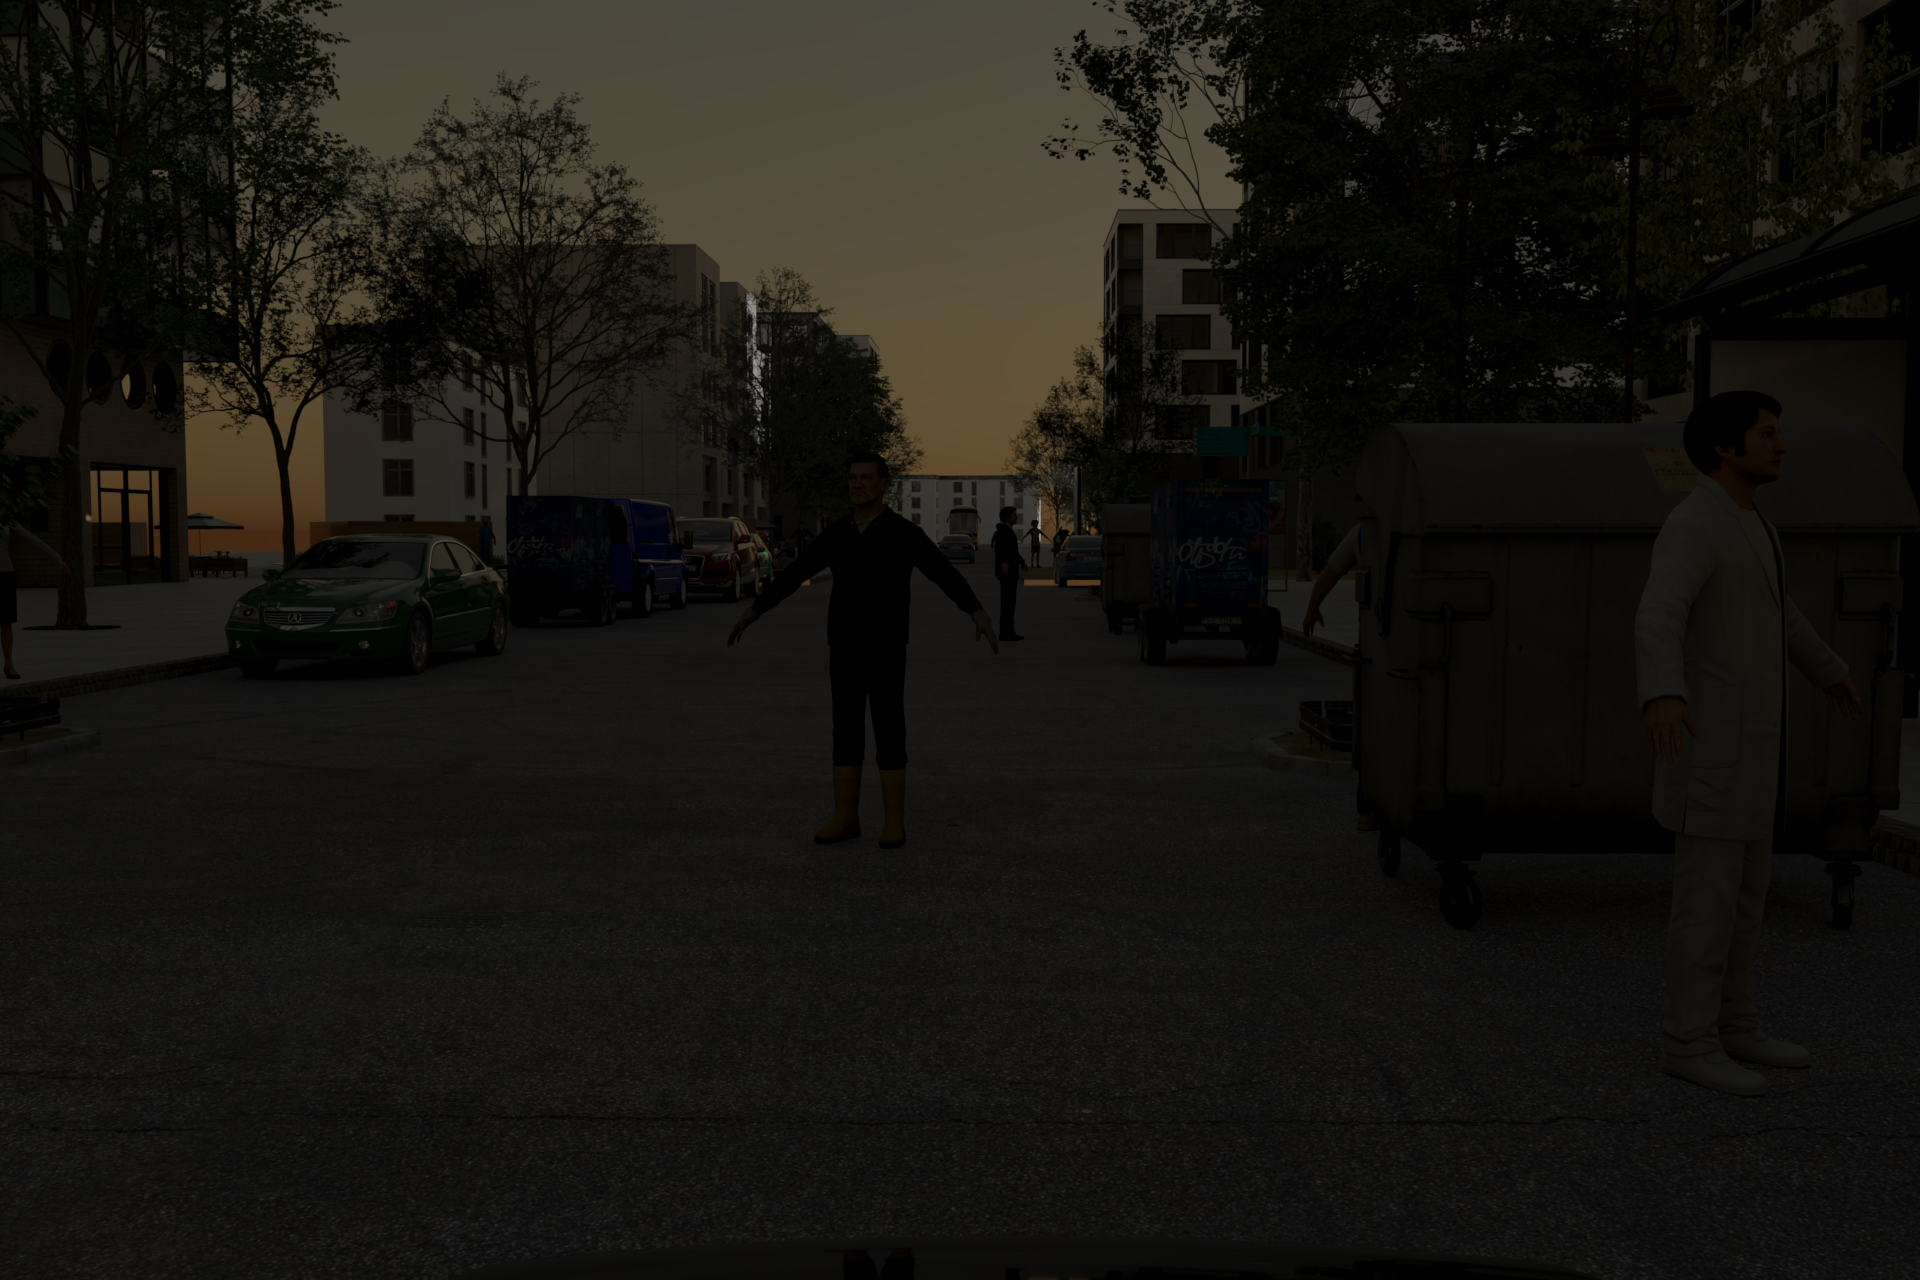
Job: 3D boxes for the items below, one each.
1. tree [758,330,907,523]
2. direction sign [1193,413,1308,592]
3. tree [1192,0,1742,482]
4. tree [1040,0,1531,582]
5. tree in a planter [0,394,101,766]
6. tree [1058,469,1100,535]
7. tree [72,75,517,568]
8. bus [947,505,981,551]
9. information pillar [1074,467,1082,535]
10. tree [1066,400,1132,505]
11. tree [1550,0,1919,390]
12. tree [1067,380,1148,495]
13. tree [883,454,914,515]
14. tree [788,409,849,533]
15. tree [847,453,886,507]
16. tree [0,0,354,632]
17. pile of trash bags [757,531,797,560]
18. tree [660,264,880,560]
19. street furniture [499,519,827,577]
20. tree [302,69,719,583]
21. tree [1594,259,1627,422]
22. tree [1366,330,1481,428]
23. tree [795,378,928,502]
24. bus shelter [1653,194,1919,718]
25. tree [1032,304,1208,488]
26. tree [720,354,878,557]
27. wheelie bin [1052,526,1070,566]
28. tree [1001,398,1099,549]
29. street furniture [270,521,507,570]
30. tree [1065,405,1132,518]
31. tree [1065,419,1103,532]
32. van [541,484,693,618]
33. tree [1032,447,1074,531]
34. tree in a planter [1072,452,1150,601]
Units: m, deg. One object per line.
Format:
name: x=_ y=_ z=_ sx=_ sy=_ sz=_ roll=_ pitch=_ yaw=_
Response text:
tree: x=-8.091 y=-12.426 z=109.822 sx=9.857 sy=13.997 sz=8.962 roll=0 pitch=3 yaw=0
direction sign: x=6.407 y=-2.999 z=37.804 sx=2.525 sy=3.948 sz=1.411 roll=0 pitch=4 yaw=1
tree: x=8.695 y=-7.575 z=30.509 sx=9.857 sy=13.997 sz=8.962 roll=0 pitch=3 yaw=0
tree: x=8.392 y=-11.560 z=44.901 sx=12.611 sy=20.169 sz=13.585 roll=0 pitch=3 yaw=0
tree in a planter: x=-6.823 y=-0.853 z=11.172 sx=1.991 sy=3.239 sz=1.994 roll=0 pitch=4 yaw=1
tree: x=17.965 y=-20.700 z=245.102 sx=9.857 sy=13.997 sz=8.962 roll=0 pitch=3 yaw=0
tree: x=-12.699 y=-6.018 z=32.810 sx=8.767 sy=10.594 sz=7.601 roll=-1 pitch=4 yaw=-15
bus: x=0.412 y=-9.854 z=152.659 sx=2.896 sy=3.916 sz=12.252 roll=0 pitch=4 yaw=1
information pillar: x=4.151 y=-4.264 z=61.035 sx=0.184 sy=3.620 sz=1.656 roll=0 pitch=3 yaw=0
tree: x=7.732 y=-8.723 z=92.978 sx=4.737 sy=8.622 sz=4.395 roll=0 pitch=3 yaw=0
tree: x=8.702 y=-4.214 z=19.263 sx=4.737 sy=8.622 sz=4.395 roll=0 pitch=3 yaw=0
tree: x=7.359 y=-8.037 z=81.759 sx=4.360 sy=8.622 sz=3.978 roll=0 pitch=3 yaw=0
tree: x=-6.835 y=-12.448 z=153.886 sx=4.360 sy=8.622 sz=3.978 roll=0 pitch=3 yaw=0
tree: x=-7.803 y=-8.990 z=97.343 sx=4.737 sy=8.622 sz=4.395 roll=0 pitch=3 yaw=0
tree: x=-7.666 y=-11.630 z=140.518 sx=4.737 sy=8.622 sz=4.395 roll=0 pitch=3 yaw=0
tree: x=-11.783 y=-5.944 z=22.936 sx=9.928 sy=11.665 sz=9.643 roll=0 pitch=3 yaw=0
pile of trash bags: x=-6.673 y=-3.098 z=60.406 sx=1.912 sy=1.369 sz=3.447 roll=0 pitch=4 yaw=1
tree: x=-8.453 y=-10.273 z=78.330 sx=12.009 sy=13.543 sz=11.850 roll=0 pitch=3 yaw=0
street furniture: x=-7.851 y=-2.786 z=52.404 sx=9.812 sy=1.723 sz=11.010 roll=3 pitch=5 yaw=43
tree: x=-11.500 y=-8.271 z=45.608 sx=12.009 sy=13.543 sz=11.850 roll=0 pitch=3 yaw=0
tree: x=23.734 y=-7.856 z=54.209 sx=9.928 sy=11.665 sz=9.643 roll=0 pitch=3 yaw=0
tree: x=15.801 y=-6.598 z=58.243 sx=4.737 sy=8.622 sz=4.395 roll=0 pitch=3 yaw=0
tree: x=-7.394 y=-13.454 z=130.345 sx=12.009 sy=13.543 sz=11.850 roll=0 pitch=3 yaw=0
bus shelter: x=5.837 y=-0.956 z=9.551 sx=2.014 sy=3.302 sz=5.546 roll=0 pitch=4 yaw=2
tree: x=6.610 y=-8.379 z=71.405 sx=8.767 sy=10.594 sz=7.601 roll=2 pitch=4 yaw=27
tree: x=-8.493 y=-9.558 z=90.683 sx=8.767 sy=10.594 sz=7.601 roll=0 pitch=4 yaw=-1
wheelie bin: x=3.936 y=-3.643 z=67.473 sx=0.693 sy=1.594 sz=0.980 roll=0 pitch=4 yaw=0
tree: x=8.625 y=-14.883 z=153.698 sx=12.009 sy=13.543 sz=11.850 roll=0 pitch=3 yaw=0
street furniture: x=-20.704 y=-3.285 z=60.570 sx=9.812 sy=1.723 sz=11.010 roll=-3 pitch=4 yaw=-36
tree: x=7.732 y=-9.115 z=99.389 sx=4.360 sy=8.622 sz=3.978 roll=0 pitch=3 yaw=0
tree: x=7.629 y=-9.452 z=104.908 sx=4.360 sy=8.622 sz=3.978 roll=0 pitch=3 yaw=0
van: x=-6.231 y=-1.651 z=31.374 sx=2.240 sy=2.365 sz=5.245 roll=0 pitch=4 yaw=2
tree: x=7.898 y=-11.572 z=139.558 sx=4.360 sy=8.622 sz=3.978 roll=0 pitch=3 yaw=0
tree in a planter: x=3.464 y=-2.472 z=37.643 sx=1.991 sy=3.239 sz=1.994 roll=0 pitch=4 yaw=0
